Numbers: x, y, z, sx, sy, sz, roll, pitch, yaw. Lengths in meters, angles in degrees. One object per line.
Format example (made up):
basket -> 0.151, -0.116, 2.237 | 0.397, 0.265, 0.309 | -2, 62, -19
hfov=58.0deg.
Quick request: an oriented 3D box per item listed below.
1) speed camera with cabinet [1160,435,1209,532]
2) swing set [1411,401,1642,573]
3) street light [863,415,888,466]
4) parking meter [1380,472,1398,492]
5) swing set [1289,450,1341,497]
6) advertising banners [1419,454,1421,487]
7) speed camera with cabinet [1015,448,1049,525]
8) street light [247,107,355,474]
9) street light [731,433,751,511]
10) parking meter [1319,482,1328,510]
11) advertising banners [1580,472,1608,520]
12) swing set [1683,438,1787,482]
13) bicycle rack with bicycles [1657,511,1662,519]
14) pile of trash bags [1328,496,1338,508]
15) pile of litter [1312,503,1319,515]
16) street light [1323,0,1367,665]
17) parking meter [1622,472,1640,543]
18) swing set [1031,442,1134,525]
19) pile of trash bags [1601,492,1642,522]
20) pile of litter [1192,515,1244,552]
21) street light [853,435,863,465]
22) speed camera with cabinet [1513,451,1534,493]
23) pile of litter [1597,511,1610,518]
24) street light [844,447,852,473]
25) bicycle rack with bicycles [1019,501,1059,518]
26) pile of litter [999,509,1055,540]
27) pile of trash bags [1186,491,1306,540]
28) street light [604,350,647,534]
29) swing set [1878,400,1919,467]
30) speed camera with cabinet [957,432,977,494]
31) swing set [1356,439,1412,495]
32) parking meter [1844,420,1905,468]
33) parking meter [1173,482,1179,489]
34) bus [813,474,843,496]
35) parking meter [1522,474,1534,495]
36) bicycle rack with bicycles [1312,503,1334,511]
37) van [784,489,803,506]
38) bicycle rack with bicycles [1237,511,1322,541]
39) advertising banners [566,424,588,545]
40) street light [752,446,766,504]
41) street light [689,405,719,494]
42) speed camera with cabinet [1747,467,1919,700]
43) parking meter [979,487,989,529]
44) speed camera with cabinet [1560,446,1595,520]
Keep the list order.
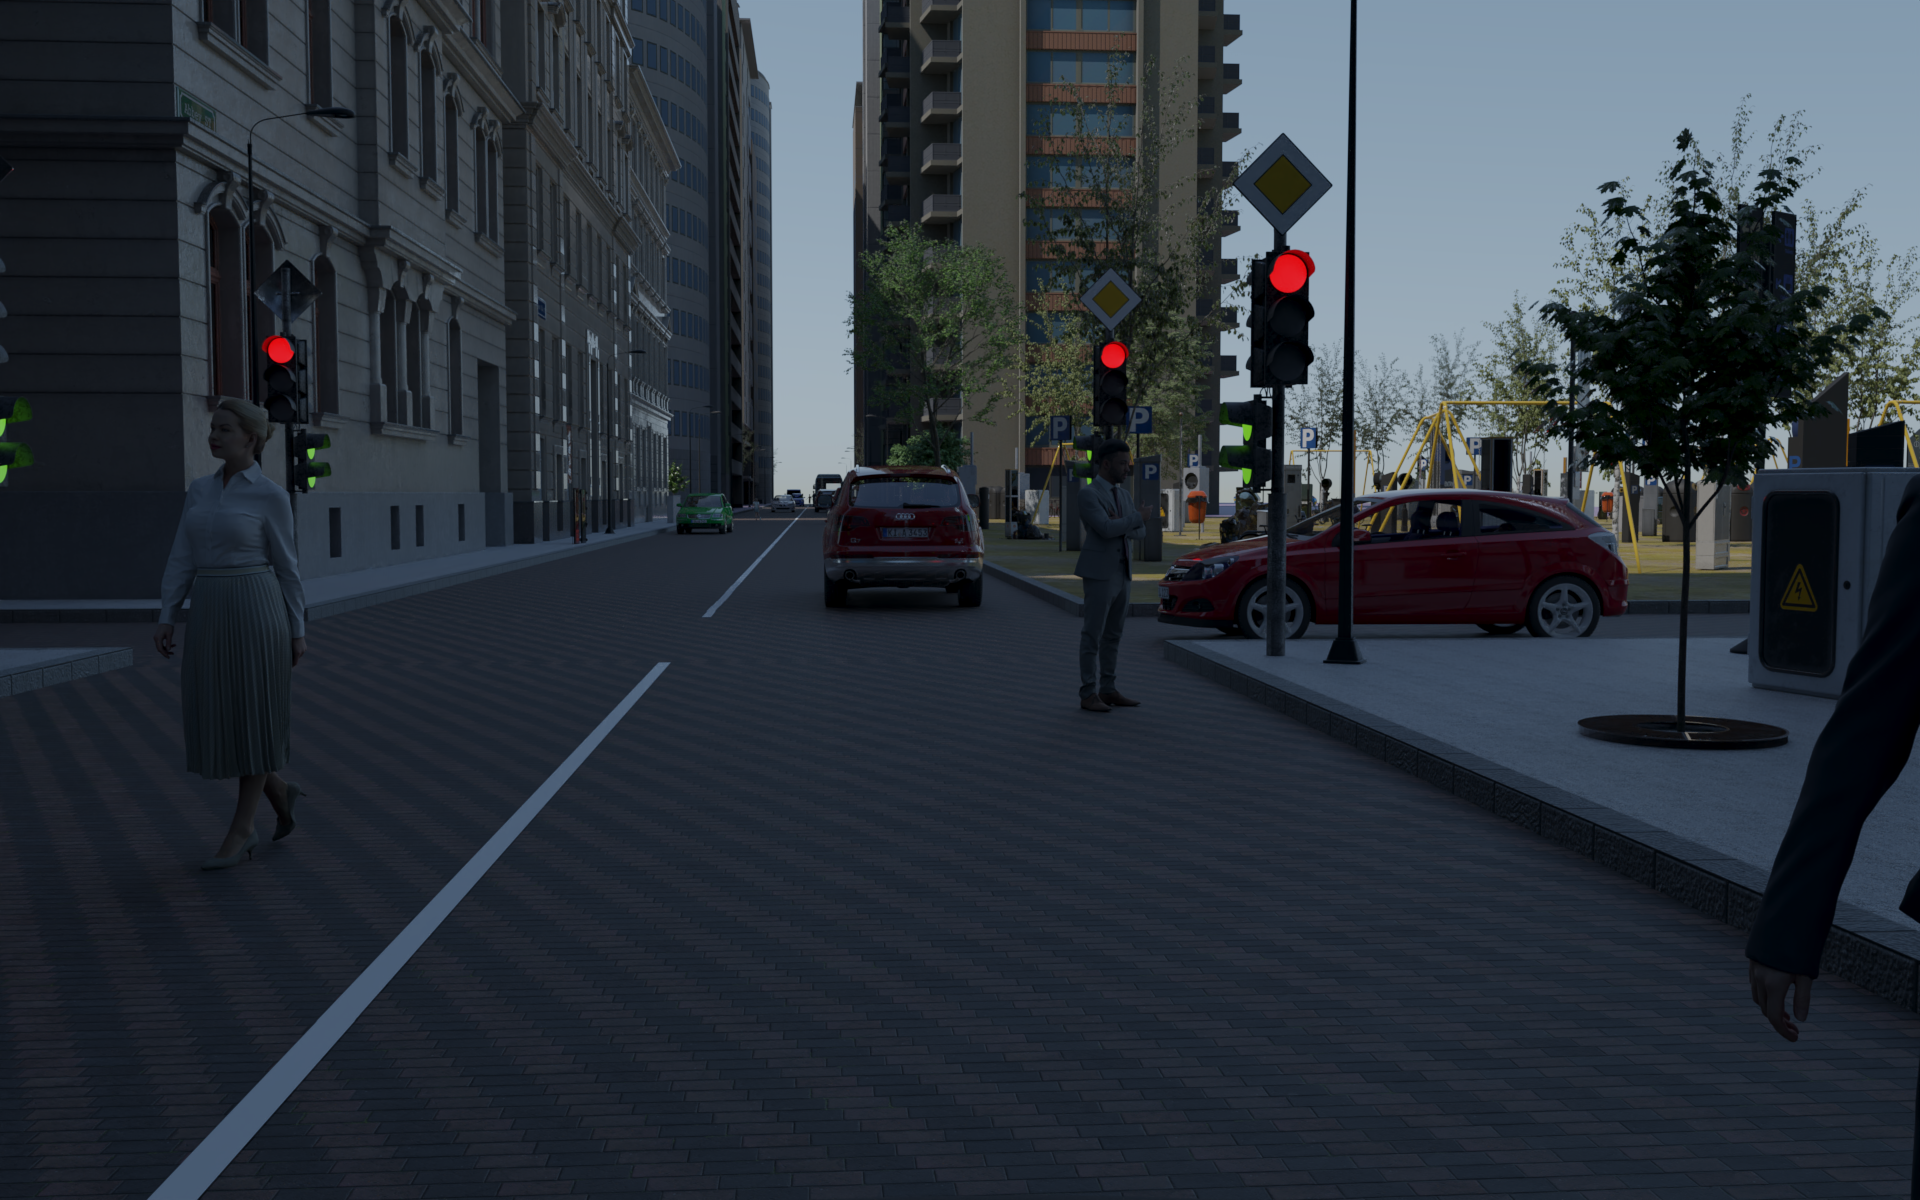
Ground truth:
speed camera with cabinet -> 7.387, -3.909, 58.240 | 0.660, 3.252, 2.038 | -3, 5, -45
swing set -> 9.656, -1.936, 29.274 | 3.119, 2.851, 2.862 | 0, 4, -3
street light -> -4.801, -7.904, 101.768 | 1.470, 5.913, 1.316 | 0, 4, -5
parking meter -> 11.278, -2.437, 45.557 | 0.255, 1.863, 0.399 | -3, 4, -37
swing set -> 13.322, -3.919, 61.703 | 3.119, 2.851, 2.862 | 0, 4, -2
advertising banners -> 18.516, -4.478, 69.406 | 0.090, 3.025, 2.074 | 1, 4, 21
speed camera with cabinet -> 2.954, -4.833, 73.352 | 0.660, 3.252, 2.038 | -2, 4, -34
street light -> -7.959, -2.958, 20.910 | 1.470, 5.913, 1.316 | 0, 4, -5
street light -> -16.909, -9.766, 132.217 | 1.470, 5.913, 1.316 | 0, 4, -5
parking meter -> 18.245, -4.964, 86.864 | 0.399, 1.863, 0.255 | 0, 4, -4
advertising banners -> 31.542, -5.531, 86.626 | 2.074, 3.025, 0.090 | -1, 4, -15
swing set -> 22.637, -3.202, 49.969 | 2.862, 2.851, 3.119 | 0, 4, -5
bicycle rack with bicycles -> 27.868, -3.242, 66.390 | 2.852, 0.926, 2.925 | 0, 4, -8
pile of trash bags -> 21.357, -5.145, 93.868 | 3.447, 1.369, 1.912 | 1, 4, 12
pile of litter -> 20.489, -5.152, 98.206 | 1.719, 0.858, 1.176 | 3, 4, 39
street light -> 2.391, -2.473, 12.973 | 1.470, 5.913, 1.316 | 0, 4, -5
parking meter -> 17.670, -2.440, 45.605 | 0.399, 1.863, 0.255 | -1, 4, -21
swing set -> 3.949, -3.360, 52.557 | 2.862, 2.851, 3.119 | -3, 4, -38
pile of trash bags -> 30.589, -4.161, 77.789 | 3.447, 1.369, 1.912 | 2, 4, 25
pile of litter -> 5.269, -1.313, 35.440 | 1.176, 0.858, 1.719 | 2, 4, 35
street light -> -7.606, -10.071, 137.209 | 1.470, 5.913, 1.316 | 0, 4, -5
speed camera with cabinet -> 26.008, -5.212, 79.547 | 2.038, 3.252, 0.660 | -3, 5, -42
pile of litter -> 34.324, -4.749, 91.616 | 1.719, 0.858, 1.176 | -3, 5, -43
street light -> -10.603, -12.249, 172.805 | 1.470, 5.913, 1.316 | 0, 4, -5
bicycle rack with bicycles -> 3.933, -4.910, 93.662 | 2.852, 0.926, 2.925 | -2, 4, -27
pile of litter -> 1.914, -2.154, 49.184 | 1.176, 0.858, 1.719 | -3, 5, -39
pile of trash bags -> 8.106, -2.406, 49.097 | 3.447, 1.369, 1.912 | 0, 4, -6
street light -> -10.784, -5.095, 55.840 | 1.470, 5.913, 1.316 | 0, 4, -5
swing set -> 17.042, -1.936, 29.278 | 3.119, 2.851, 2.862 | -1, 4, -12
speed camera with cabinet -> 0.124, -3.770, 55.975 | 0.660, 3.252, 2.038 | 0, 4, -6
swing set -> 9.183, -2.197, 33.538 | 2.862, 2.851, 3.119 | 1, 4, 9
parking meter -> 7.274, -0.497, 13.832 | 0.399, 1.863, 0.255 | 1, 4, 13
parking meter -> 10.220, -4.640, 81.569 | 0.399, 1.863, 0.255 | 2, 4, 25
bus -> -12.514, -10.386, 164.672 | 2.948, 3.499, 13.247 | 0, 4, -5
parking meter -> 16.790, -2.784, 51.234 | 0.255, 1.863, 0.399 | 2, 4, 32
bicycle rack with bicycles -> 15.842, -3.644, 72.956 | 2.925, 0.926, 2.852 | -2, 4, -33
van -> -19.868, -12.396, 207.060 | 2.240, 2.365, 5.245 | 0, 4, -6
bicycle rack with bicycles -> 6.146, -1.046, 30.491 | 2.925, 0.926, 2.852 | 0, 4, 2
advertising banners -> -9.850, -2.953, 44.468 | 0.090, 3.025, 2.074 | 0, 4, 1
street light -> -19.849, -11.941, 167.770 | 1.470, 5.913, 1.316 | 0, 4, -5
street light -> -13.587, -7.231, 90.772 | 1.470, 5.913, 1.316 | 0, 4, -5
speed camera with cabinet -> 5.778, -0.991, 10.534 | 0.660, 3.252, 2.038 | -1, 4, -17
parking meter -> 0.873, -3.343, 63.072 | 0.372, 1.533, 0.369 | 0, 3, 0
speed camera with cabinet -> 25.614, -4.740, 71.842 | 2.038, 3.252, 0.660 | -3, 5, -45
